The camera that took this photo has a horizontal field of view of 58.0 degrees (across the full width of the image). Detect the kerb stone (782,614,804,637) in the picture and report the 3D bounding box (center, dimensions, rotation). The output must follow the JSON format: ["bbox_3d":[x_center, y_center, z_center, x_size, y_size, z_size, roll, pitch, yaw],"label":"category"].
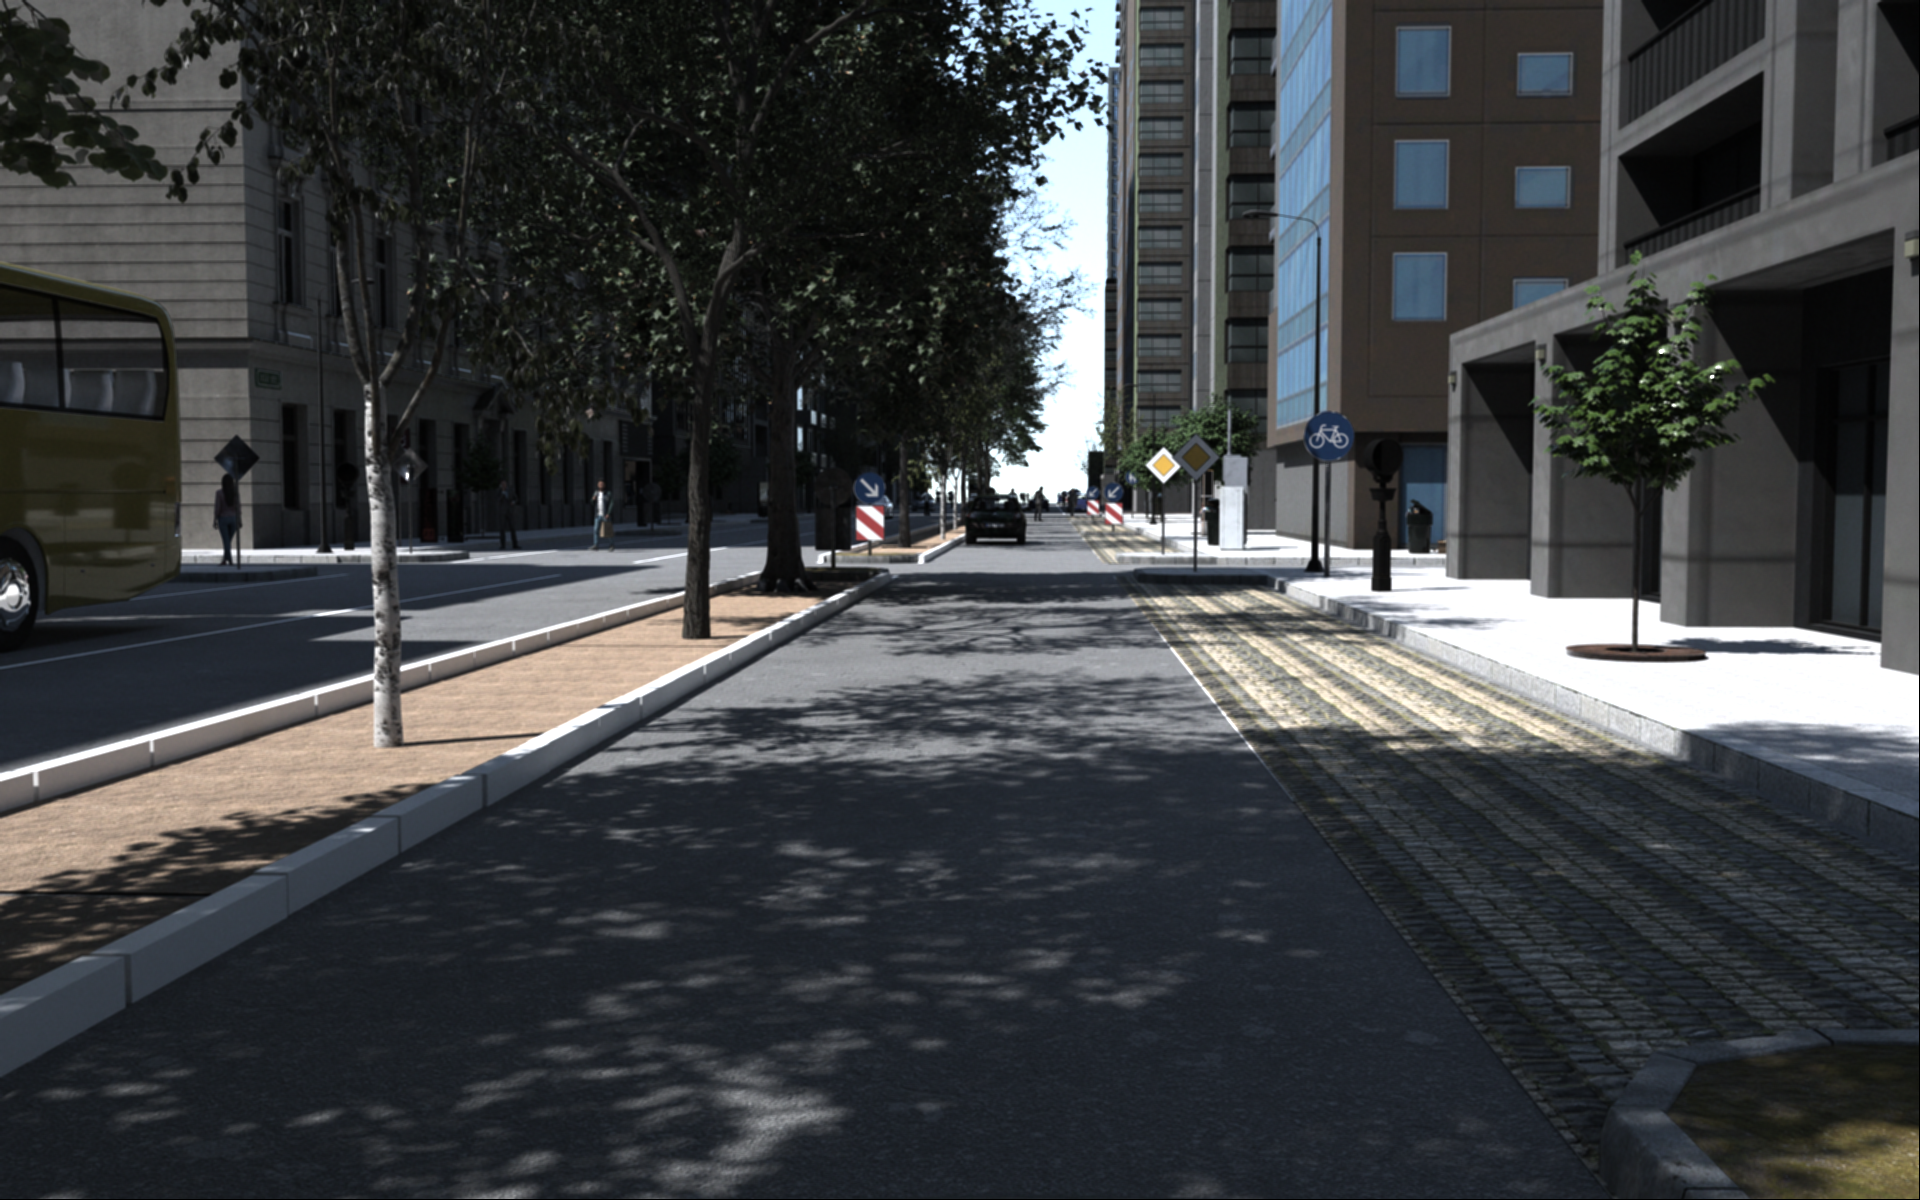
[{"bbox_3d":[-1.743,0.277,17.661,0.120,0.150,1.000,0,4,3],"label":"kerb stone"}]

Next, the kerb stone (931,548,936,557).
[{"bbox_3d":[-0.686,-1.003,38.667,0.120,0.150,1.000,0,4,3],"label":"kerb stone"}]

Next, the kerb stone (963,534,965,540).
[{"bbox_3d":[-0.011,-1.821,51.983,0.120,0.150,1.000,0,4,3],"label":"kerb stone"}]

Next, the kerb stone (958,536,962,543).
[{"bbox_3d":[-0.109,-1.695,49.929,0.120,0.150,1.000,0,4,3],"label":"kerb stone"}]

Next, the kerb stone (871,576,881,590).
[{"bbox_3d":[-1.327,-0.217,25.850,0.120,0.150,1.000,0,4,3],"label":"kerb stone"}]

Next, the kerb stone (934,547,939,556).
[{"bbox_3d":[-0.634,-1.070,39.687,0.120,0.150,1.000,0,4,3],"label":"kerb stone"}]

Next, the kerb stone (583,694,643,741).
[{"bbox_3d":[-2.111,0.716,10.482,0.120,0.150,1.000,0,4,3],"label":"kerb stone"}]

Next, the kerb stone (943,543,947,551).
[{"bbox_3d":[-0.468,-1.258,42.768,0.120,0.150,1.000,0,4,3],"label":"kerb stone"}]

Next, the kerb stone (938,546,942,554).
[{"bbox_3d":[-0.581,-1.132,40.708,0.120,0.150,1.000,0,4,3],"label":"kerb stone"}]

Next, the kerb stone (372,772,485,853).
[{"bbox_3d":[-2.267,0.904,7.416,0.120,0.150,1.000,0,4,3],"label":"kerb stone"}]

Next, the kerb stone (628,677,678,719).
[{"bbox_3d":[-2.054,0.654,11.503,0.120,0.150,1.000,0,4,3],"label":"kerb stone"}]

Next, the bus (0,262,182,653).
[{"bbox_3d":[-9.822,-1.300,12.794,2.896,3.916,12.252,0,4,1],"label":"bus"}]

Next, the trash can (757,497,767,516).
[{"bbox_3d":[-11.285,-5.358,99.249,0.748,1.137,0.748,0,3,0],"label":"trash can"}]

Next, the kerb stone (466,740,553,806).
[{"bbox_3d":[-2.201,0.841,8.440,0.120,0.150,1.000,0,4,3],"label":"kerb stone"}]

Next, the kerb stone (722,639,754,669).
[{"bbox_3d":[-1.899,0.471,14.581,0.120,0.150,1.000,0,4,3],"label":"kerb stone"}]

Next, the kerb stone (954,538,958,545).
[{"bbox_3d":[-0.207,-1.570,47.879,0.120,0.150,1.000,0,4,3],"label":"kerb stone"}]

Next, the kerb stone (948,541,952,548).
[{"bbox_3d":[-0.367,-1.383,44.814,0.120,0.150,1.000,0,4,3],"label":"kerb stone"}]

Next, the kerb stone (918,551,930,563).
[{"bbox_3d":[-0.783,-0.882,36.609,0.120,0.150,1.000,0,4,3],"label":"kerb stone"}]

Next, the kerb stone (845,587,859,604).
[{"bbox_3d":[-1.482,-0.036,22.787,0.120,0.150,1.000,0,4,3],"label":"kerb stone"}]

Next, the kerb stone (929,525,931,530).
[{"bbox_3d":[-1.321,-2.767,67.434,0.120,0.150,1.000,0,4,3],"label":"kerb stone"}]

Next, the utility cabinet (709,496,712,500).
[{"bbox_3d":[-12.803,-4.568,85.848,1.020,1.237,0.306,-2,4,-29],"label":"utility cabinet"}]

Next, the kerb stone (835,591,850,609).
[{"bbox_3d":[-1.533,0.027,21.761,0.120,0.150,1.000,0,4,3],"label":"kerb stone"}]

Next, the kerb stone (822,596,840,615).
[{"bbox_3d":[-1.588,0.090,20.734,0.120,0.150,1.000,0,4,3],"label":"kerb stone"}]

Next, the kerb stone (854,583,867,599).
[{"bbox_3d":[-1.429,-0.094,23.808,0.120,0.150,1.000,0,4,3],"label":"kerb stone"}]

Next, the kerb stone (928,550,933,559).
[{"bbox_3d":[-0.730,-0.945,37.643,0.120,0.150,1.000,0,4,3],"label":"kerb stone"}]

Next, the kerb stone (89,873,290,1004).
[{"bbox_3d":[-2.362,1.038,5.367,0.120,0.150,1.000,0,4,3],"label":"kerb stone"}]

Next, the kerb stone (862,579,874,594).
[{"bbox_3d":[-1.380,-0.158,24.829,0.120,0.150,1.000,0,4,3],"label":"kerb stone"}]

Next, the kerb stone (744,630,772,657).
[{"bbox_3d":[-1.855,0.406,15.612,0.120,0.150,1.000,0,4,3],"label":"kerb stone"}]

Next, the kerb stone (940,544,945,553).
[{"bbox_3d":[-0.520,-1.195,41.737,0.120,0.150,1.000,0,4,3],"label":"kerb stone"}]

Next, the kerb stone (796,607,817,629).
[{"bbox_3d":[-1.693,0.215,18.692,0.120,0.150,1.000,0,4,3],"label":"kerb stone"}]

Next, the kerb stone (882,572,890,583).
[{"bbox_3d":[-1.234,-0.347,27.902,0.120,0.150,1.000,0,4,3],"label":"kerb stone"}]

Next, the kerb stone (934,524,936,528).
[{"bbox_3d":[-1.177,-2.954,70.498,0.120,0.150,1.000,0,4,3],"label":"kerb stone"}]

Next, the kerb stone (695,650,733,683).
[{"bbox_3d":[-1.952,0.528,13.555,0.120,0.150,1.000,0,4,3],"label":"kerb stone"}]

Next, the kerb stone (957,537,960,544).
[{"bbox_3d":[-0.164,-1.633,48.900,0.120,0.150,1.000,0,4,3],"label":"kerb stone"}]

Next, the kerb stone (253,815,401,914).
[{"bbox_3d":[-2.318,0.970,6.388,0.120,0.150,1.000,0,4,3],"label":"kerb stone"}]

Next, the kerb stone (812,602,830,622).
[{"bbox_3d":[-1.635,0.153,19.713,0.120,0.150,1.000,0,4,3],"label":"kerb stone"}]

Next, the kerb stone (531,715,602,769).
[{"bbox_3d":[-2.158,0.779,9.461,0.120,0.150,1.000,0,4,3],"label":"kerb stone"}]

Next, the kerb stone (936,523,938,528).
[{"bbox_3d":[-1.121,-3.015,71.518,0.120,0.150,1.000,0,4,3],"label":"kerb stone"}]

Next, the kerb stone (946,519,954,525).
[{"bbox_3d":[-0.504,-3.764,83.786,0.120,0.150,1.000,0,4,3],"label":"kerb stone"}]

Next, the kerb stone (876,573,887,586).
[{"bbox_3d":[-1.276,-0.287,26.881,0.120,0.150,1.000,0,4,3],"label":"kerb stone"}]

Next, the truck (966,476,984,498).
[{"bbox_3d":[2.477,-16.464,258.099,2.839,4.237,11.283,0,4,1],"label":"truck"}]

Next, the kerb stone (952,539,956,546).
[{"bbox_3d":[-0.270,-1.508,46.859,0.120,0.150,1.000,0,4,3],"label":"kerb stone"}]

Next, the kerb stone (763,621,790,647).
[{"bbox_3d":[-1.794,0.341,16.640,0.120,0.150,1.000,0,4,3],"label":"kerb stone"}]

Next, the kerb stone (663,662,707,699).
[{"bbox_3d":[-2.010,0.591,12.526,0.120,0.150,1.000,0,4,3],"label":"kerb stone"}]

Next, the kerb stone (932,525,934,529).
[{"bbox_3d":[-1.222,-2.884,69.476,0.120,0.150,1.000,0,4,3],"label":"kerb stone"}]

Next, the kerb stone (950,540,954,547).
[{"bbox_3d":[-0.317,-1.444,45.835,0.120,0.150,1.000,0,4,3],"label":"kerb stone"}]

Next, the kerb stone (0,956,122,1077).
[{"bbox_3d":[-2.412,1.098,4.332,0.120,0.150,1.000,0,4,3],"label":"kerb stone"}]

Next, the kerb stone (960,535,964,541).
[{"bbox_3d":[-0.054,-1.752,50.957,0.120,0.150,1.000,0,4,3],"label":"kerb stone"}]

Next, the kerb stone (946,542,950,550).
[{"bbox_3d":[-0.417,-1.319,43.788,0.120,0.150,1.000,0,4,3],"label":"kerb stone"}]
